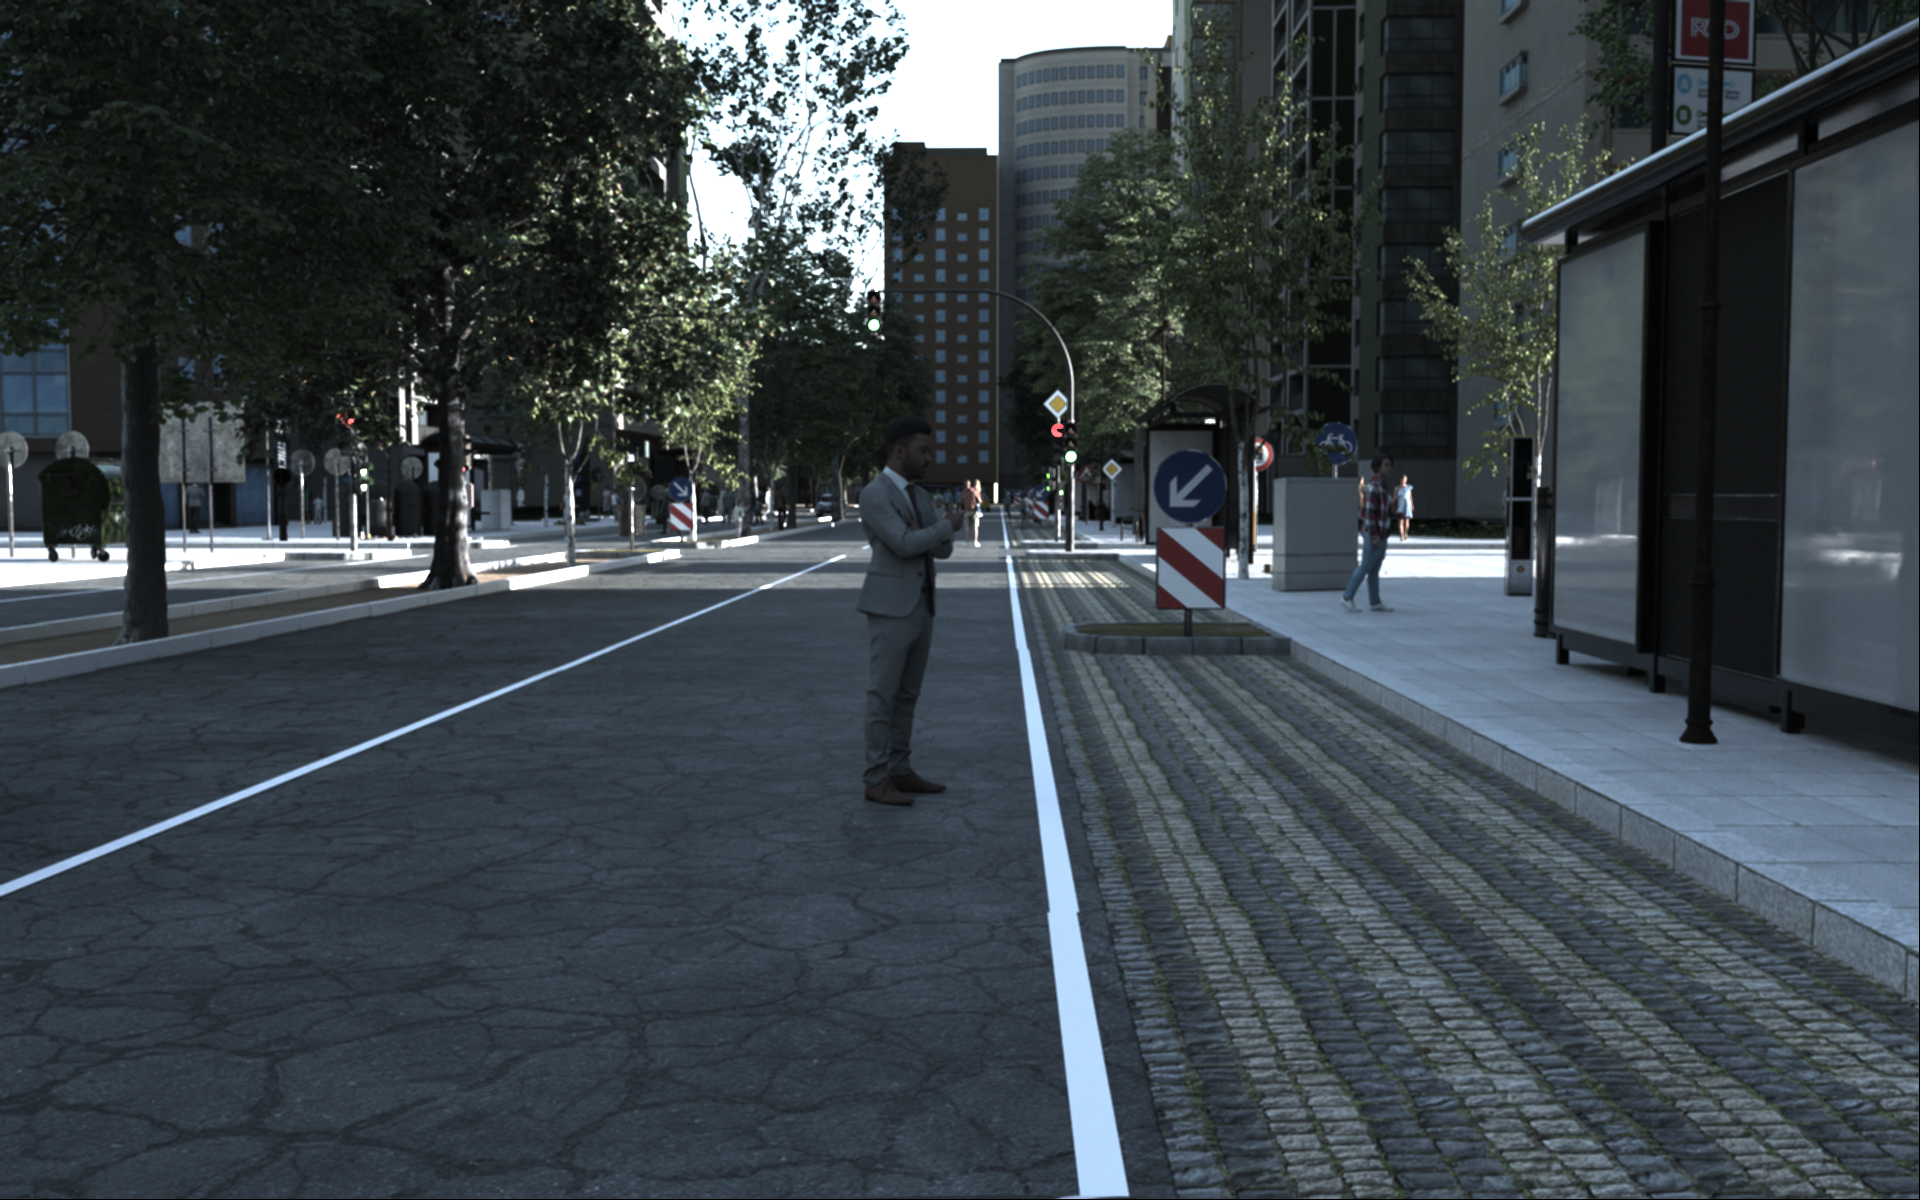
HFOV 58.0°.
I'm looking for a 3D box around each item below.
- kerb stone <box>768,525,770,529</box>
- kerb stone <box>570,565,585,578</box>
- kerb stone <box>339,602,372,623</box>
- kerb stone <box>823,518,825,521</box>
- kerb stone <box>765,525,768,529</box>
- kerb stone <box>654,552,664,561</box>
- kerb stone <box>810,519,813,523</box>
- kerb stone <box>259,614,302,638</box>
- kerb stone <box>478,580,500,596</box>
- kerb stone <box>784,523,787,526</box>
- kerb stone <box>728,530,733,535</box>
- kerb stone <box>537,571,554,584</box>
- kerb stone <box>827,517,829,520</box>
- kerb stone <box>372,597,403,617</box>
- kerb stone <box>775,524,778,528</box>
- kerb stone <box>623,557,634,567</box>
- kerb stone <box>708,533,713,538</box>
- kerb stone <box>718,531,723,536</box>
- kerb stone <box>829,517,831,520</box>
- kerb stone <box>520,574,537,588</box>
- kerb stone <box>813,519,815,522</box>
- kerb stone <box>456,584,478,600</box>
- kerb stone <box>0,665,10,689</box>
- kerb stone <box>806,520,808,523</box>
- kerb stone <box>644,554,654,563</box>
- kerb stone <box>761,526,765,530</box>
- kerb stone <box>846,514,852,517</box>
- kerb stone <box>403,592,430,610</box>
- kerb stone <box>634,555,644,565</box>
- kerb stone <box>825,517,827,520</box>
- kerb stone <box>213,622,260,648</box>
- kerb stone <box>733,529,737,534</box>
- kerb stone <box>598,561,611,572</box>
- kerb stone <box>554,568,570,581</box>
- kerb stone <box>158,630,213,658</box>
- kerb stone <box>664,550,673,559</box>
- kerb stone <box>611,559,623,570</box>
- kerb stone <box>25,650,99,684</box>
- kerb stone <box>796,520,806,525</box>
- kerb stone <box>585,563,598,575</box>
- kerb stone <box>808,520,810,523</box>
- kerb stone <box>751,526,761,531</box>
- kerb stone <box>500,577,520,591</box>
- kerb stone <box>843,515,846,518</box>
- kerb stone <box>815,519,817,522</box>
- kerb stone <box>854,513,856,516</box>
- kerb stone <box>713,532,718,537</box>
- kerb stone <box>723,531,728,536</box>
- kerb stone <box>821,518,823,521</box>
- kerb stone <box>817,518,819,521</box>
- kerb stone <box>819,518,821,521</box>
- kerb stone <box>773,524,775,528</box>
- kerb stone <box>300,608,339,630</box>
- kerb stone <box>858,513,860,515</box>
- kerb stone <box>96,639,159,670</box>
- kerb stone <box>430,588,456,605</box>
[{"bbox_3d":[-7.899,-2.955,70.511,0.120,0.150,1.000,0,4,1],"label":"kerb stone"},{"bbox_3d":[-6.712,-0.474,29.942,0.120,0.150,1.000,0,4,1],"label":"kerb stone"},{"bbox_3d":[-6.959,0.153,19.697,0.120,0.150,1.000,0,4,1],"label":"kerb stone"},{"bbox_3d":[-7.413,-4.272,92.041,0.120,0.150,1.000,0,4,1],"label":"kerb stone"},{"bbox_3d":[-7.924,-2.892,69.484,0.120,0.150,1.000,0,4,1],"label":"kerb stone"},{"bbox_3d":[-6.554,-0.912,37.104,0.120,0.150,1.000,0,4,1],"label":"kerb stone"},{"bbox_3d":[-7.549,-3.896,85.887,0.120,0.150,1.000,0,4,1],"label":"kerb stone"},{"bbox_3d":[-6.997,0.280,17.644,0.120,0.150,1.000,0,4,1],"label":"kerb stone"},{"bbox_3d":[-6.834,-0.159,24.824,0.120,0.150,1.000,0,4,1],"label":"kerb stone"},{"bbox_3d":[-7.780,-3.269,75.649,0.120,0.150,1.000,0,4,1],"label":"kerb stone"},{"bbox_3d":[-8.127,-2.329,60.271,0.120,0.150,1.000,0,4,1],"label":"kerb stone"},{"bbox_3d":[-6.772,-0.348,27.898,0.120,0.150,1.000,0,4,1],"label":"kerb stone"},{"bbox_3d":[-7.363,-4.397,94.085,0.120,0.150,1.000,0,4,1],"label":"kerb stone"},{"bbox_3d":[-6.922,0.090,20.722,0.120,0.150,1.000,0,4,1],"label":"kerb stone"},{"bbox_3d":[-7.848,-3.078,72.561,0.120,0.150,1.000,0,4,1],"label":"kerb stone"},{"bbox_3d":[-6.627,-0.721,34.031,0.120,0.150,1.000,0,4,1],"label":"kerb stone"},{"bbox_3d":[-8.226,-2.072,56.163,0.120,0.150,1.000,0,4,1],"label":"kerb stone"},{"bbox_3d":[-8.176,-2.203,58.210,0.120,0.150,1.000,0,4,1],"label":"kerb stone"},{"bbox_3d":[-7.344,-4.460,95.115,0.120,0.150,1.000,0,4,1],"label":"kerb stone"},{"bbox_3d":[-6.789,-0.284,26.870,0.120,0.150,1.000,0,4,1],"label":"kerb stone"},{"bbox_3d":[-7.533,-3.959,86.917,0.120,0.150,1.000,0,4,1],"label":"kerb stone"},{"bbox_3d":[-6.864,-0.094,23.795,0.120,0.150,1.000,0,4,1],"label":"kerb stone"},{"bbox_3d":[-7.111,0.591,12.536,0.120,0.150,1.000,0,4,1],"label":"kerb stone"},{"bbox_3d":[-7.601,-3.771,83.843,0.120,0.150,1.000,0,4,1],"label":"kerb stone"},{"bbox_3d":[-6.578,-0.846,36.082,0.120,0.150,1.000,0,4,1],"label":"kerb stone"},{"bbox_3d":[-7.941,-2.829,68.461,0.120,0.150,1.000,0,4,1],"label":"kerb stone"},{"bbox_3d":[-7.044,-5.274,108.428,0.120,0.150,1.000,0,4,1],"label":"kerb stone"},{"bbox_3d":[-6.907,0.027,21.747,0.120,0.150,1.000,0,4,1],"label":"kerb stone"},{"bbox_3d":[-6.606,-0.786,35.053,0.120,0.150,1.000,0,4,1],"label":"kerb stone"},{"bbox_3d":[-7.386,-4.334,93.063,0.120,0.150,1.000,0,4,1],"label":"kerb stone"},{"bbox_3d":[-7.013,0.341,16.622,0.120,0.150,1.000,0,4,1],"label":"kerb stone"},{"bbox_3d":[-8.111,-2.388,61.297,0.120,0.150,1.000,0,4,1],"label":"kerb stone"},{"bbox_3d":[-6.673,-0.597,31.985,0.120,0.150,1.000,0,4,1],"label":"kerb stone"},{"bbox_3d":[-6.733,-0.411,28.920,0.120,0.150,1.000,0,4,1],"label":"kerb stone"},{"bbox_3d":[-7.038,0.404,15.601,0.120,0.150,1.000,0,4,1],"label":"kerb stone"},{"bbox_3d":[-6.531,-0.974,38.126,0.120,0.150,1.000,0,4,1],"label":"kerb stone"},{"bbox_3d":[-6.646,-0.661,33.007,0.120,0.150,1.000,0,4,1],"label":"kerb stone"},{"bbox_3d":[-7.083,0.528,13.557,0.120,0.150,1.000,0,4,1],"label":"kerb stone"},{"bbox_3d":[-7.622,-3.704,82.821,0.120,0.150,1.000,0,4,1],"label":"kerb stone"},{"bbox_3d":[-6.693,-0.536,30.963,0.120,0.150,1.000,0,4,1],"label":"kerb stone"},{"bbox_3d":[-7.578,-3.833,84.865,0.120,0.150,1.000,0,4,1],"label":"kerb stone"},{"bbox_3d":[-7.968,-2.767,67.435,0.120,0.150,1.000,0,4,1],"label":"kerb stone"},{"bbox_3d":[-6.811,-0.223,25.846,0.120,0.150,1.000,0,4,1],"label":"kerb stone"},{"bbox_3d":[-7.134,-5.020,104.318,0.120,0.150,1.000,0,4,1],"label":"kerb stone"},{"bbox_3d":[-7.506,-4.021,87.939,0.120,0.150,1.000,0,4,1],"label":"kerb stone"},{"bbox_3d":[-6.973,-5.458,111.509,0.120,0.150,1.000,0,4,1],"label":"kerb stone"},{"bbox_3d":[-8.202,-2.140,57.184,0.120,0.150,1.000,0,4,1],"label":"kerb stone"},{"bbox_3d":[-8.153,-2.266,59.243,0.120,0.150,1.000,0,4,1],"label":"kerb stone"},{"bbox_3d":[-7.442,-4.209,91.017,0.120,0.150,1.000,0,4,1],"label":"kerb stone"},{"bbox_3d":[-7.477,-4.084,88.972,0.120,0.150,1.000,0,4,1],"label":"kerb stone"},{"bbox_3d":[-7.460,-4.145,89.994,0.120,0.150,1.000,0,4,1],"label":"kerb stone"},{"bbox_3d":[-7.875,-3.017,71.533,0.120,0.150,1.000,0,4,1],"label":"kerb stone"},{"bbox_3d":[-6.973,0.216,18.668,0.120,0.150,1.000,0,4,1],"label":"kerb stone"},{"bbox_3d":[-6.898,-5.651,114.588,0.120,0.150,1.000,0,4,1],"label":"kerb stone"},{"bbox_3d":[-7.064,0.467,14.579,0.120,0.150,1.000,0,4,1],"label":"kerb stone"},{"bbox_3d":[-6.880,-0.035,22.773,0.120,0.150,1.000,0,4,1],"label":"kerb stone"}]
